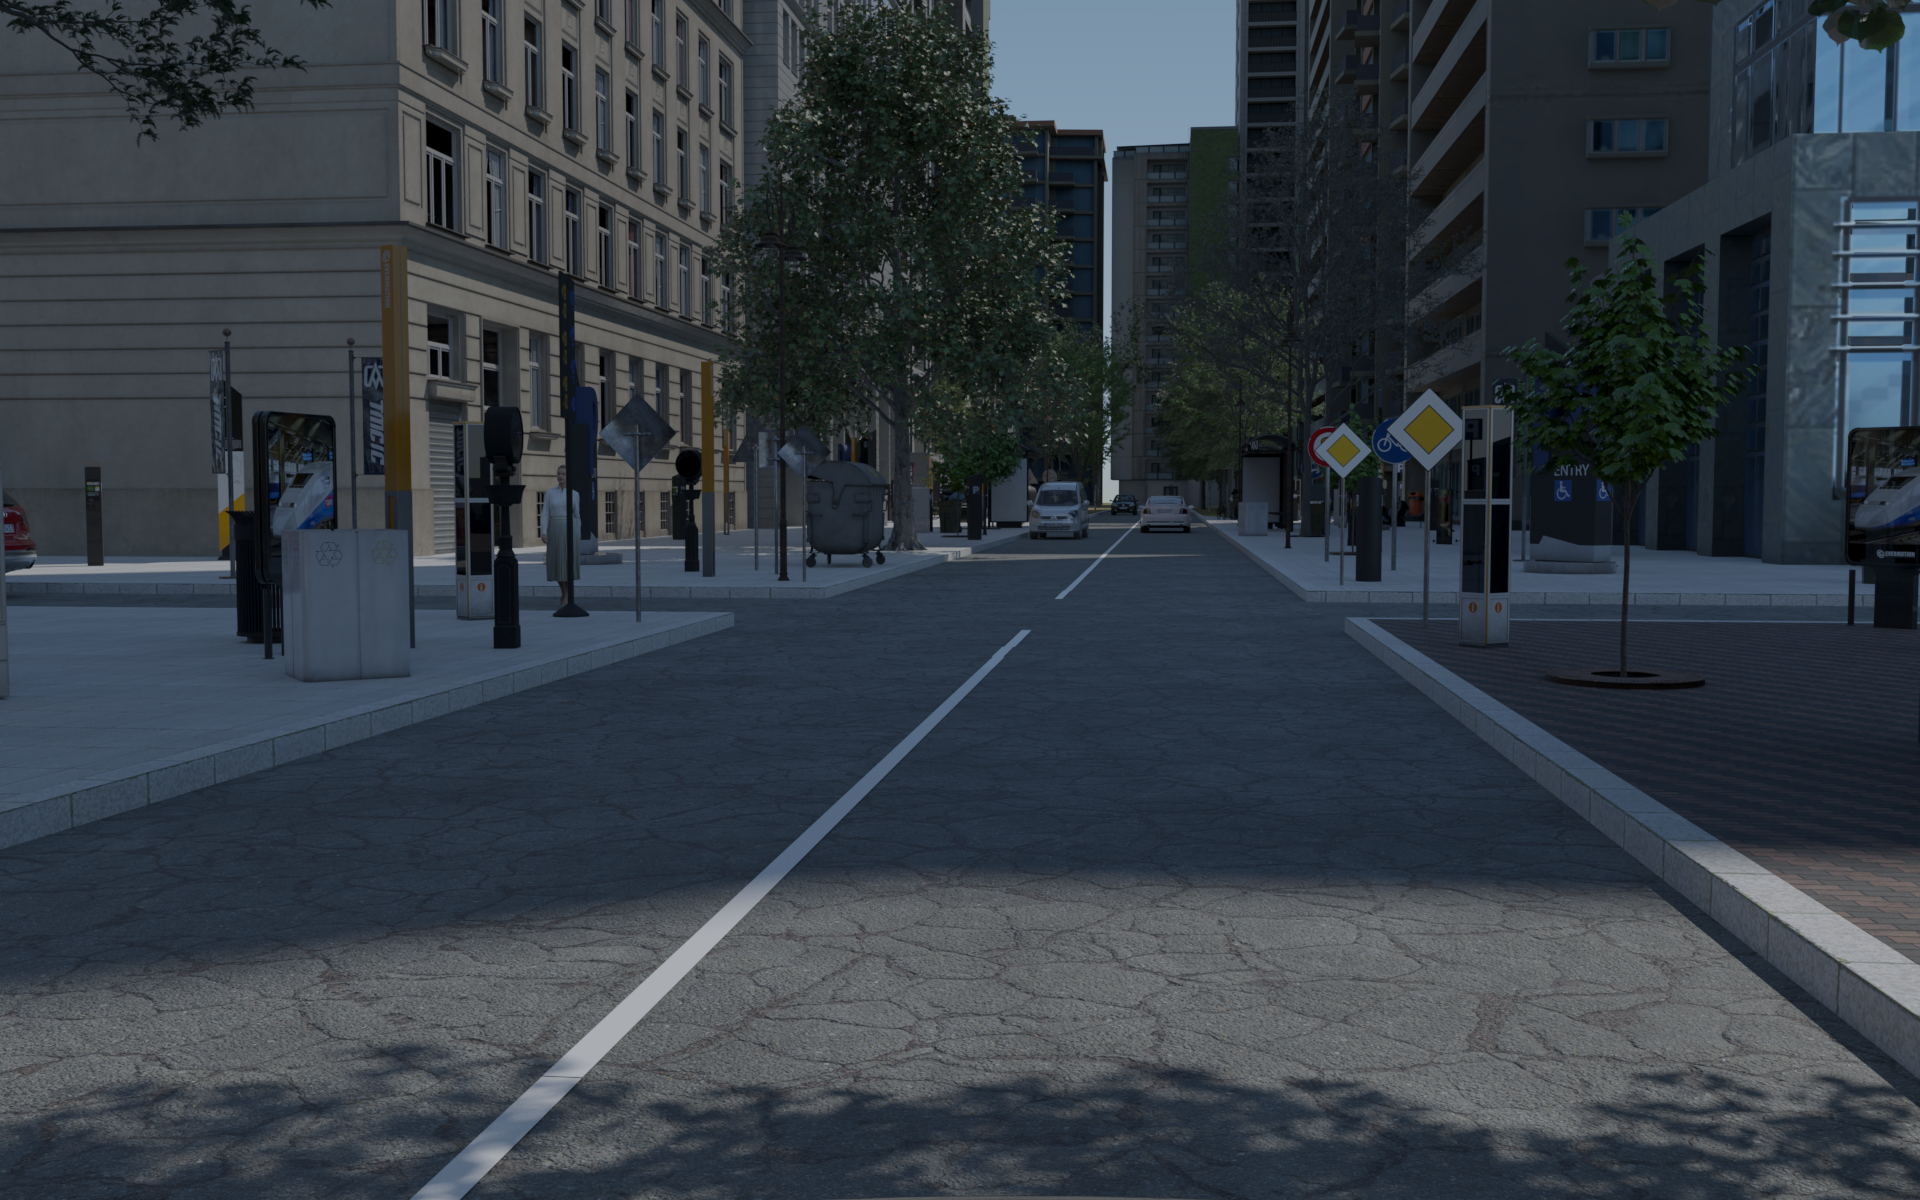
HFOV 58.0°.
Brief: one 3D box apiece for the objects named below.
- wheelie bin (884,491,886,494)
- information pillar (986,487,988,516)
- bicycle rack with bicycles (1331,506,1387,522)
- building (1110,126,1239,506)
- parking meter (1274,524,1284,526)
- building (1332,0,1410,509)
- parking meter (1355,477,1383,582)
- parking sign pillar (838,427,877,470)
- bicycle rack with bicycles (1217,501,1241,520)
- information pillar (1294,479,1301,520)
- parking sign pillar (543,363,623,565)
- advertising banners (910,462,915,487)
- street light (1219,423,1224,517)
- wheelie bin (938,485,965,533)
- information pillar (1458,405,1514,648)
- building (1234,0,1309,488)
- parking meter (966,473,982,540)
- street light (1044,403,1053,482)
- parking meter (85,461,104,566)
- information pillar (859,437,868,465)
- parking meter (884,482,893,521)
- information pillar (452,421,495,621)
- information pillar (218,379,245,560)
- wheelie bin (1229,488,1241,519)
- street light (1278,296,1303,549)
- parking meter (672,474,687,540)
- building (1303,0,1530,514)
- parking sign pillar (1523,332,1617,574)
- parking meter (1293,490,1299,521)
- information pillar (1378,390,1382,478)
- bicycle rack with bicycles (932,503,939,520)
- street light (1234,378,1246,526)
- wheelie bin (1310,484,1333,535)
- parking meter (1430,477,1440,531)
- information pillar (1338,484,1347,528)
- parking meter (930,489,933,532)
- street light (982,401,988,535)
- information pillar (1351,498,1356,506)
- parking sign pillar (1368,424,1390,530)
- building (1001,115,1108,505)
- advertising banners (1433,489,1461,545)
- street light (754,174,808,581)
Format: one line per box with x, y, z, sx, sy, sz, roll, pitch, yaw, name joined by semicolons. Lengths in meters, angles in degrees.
-3.719;-4.218;76.876;0.693;1.594;0.980;-3;5;-41;wheelie bin
1.394;-5.827;99.768;0.304;2.012;0.304;3;4;37;information pillar
18.271;-3.977;78.411;2.925;0.926;2.852;1;4;18;bicycle rack with bicycles
24.177;-31.359;196.319;14.086;41.232;14.154;0;4;7;building
12.530;-3.808;67.973;0.399;1.863;0.255;0;4;-1;parking meter
36.386;-28.094;113.963;22.147;44.769;28.867;0;4;7;building
6.006;-1.040;25.423;0.372;1.533;0.369;0;3;0;parking meter
-4.129;-5.103;71.899;1.447;3.967;1.447;-1;4;-11;parking sign pillar
14.100;-4.438;85.936;2.852;0.926;2.925;0;4;-1;bicycle rack with bicycles
16.904;-5.048;87.028;0.304;2.012;0.304;-1;4;-19;information pillar
-6.945;-2.649;31.785;1.447;3.967;1.447;0;4;-5;parking sign pillar
-3.469;-6.096;95.851;2.074;3.025;0.090;1;4;20;advertising banners
14.750;-7.647;97.813;0.468;5.910;1.993;0;4;7;street light
-0.301;-3.009;57.106;0.980;1.594;0.693;2;4;23;wheelie bin
4.408;-0.613;14.516;0.304;2.012;0.304;-2;4;-33;information pillar
41.790;-46.381;196.574;20.611;71.187;20.563;0;4;7;building
0.390;-2.607;48.337;0.399;1.863;0.255;-1;4;-18;parking meter
4.155;-6.690;82.176;0.468;5.910;1.993;0;4;7;street light
-15.454;-1.542;30.919;0.255;1.863;0.399;-2;4;-24;parking meter
-3.465;-4.337;62.267;0.183;3.616;0.504;2;4;32;information pillar
-3.397;-4.685;82.308;0.399;1.863;0.255;3;4;37;parking meter
-4.958;-0.806;17.678;0.304;2.012;0.304;-3;5;-40;information pillar
-14.183;-2.587;33.645;0.504;3.616;0.183;-1;4;-14;information pillar
14.104;-4.889;87.845;0.693;1.594;0.980;3;5;43;wheelie bin
7.734;-4.152;40.671;0.468;5.910;1.993;0;4;7;street light
-7.878;-2.622;48.579;0.255;1.863;0.399;2;4;28;parking meter
39.444;-31.508;138.849;21.300;48.544;21.600;0;4;7;building
9.976;-2.432;28.241;1.447;3.967;1.447;-2;4;-31;parking sign pillar
15.861;-4.503;82.035;0.372;1.533;0.369;0;3;0;parking meter
9.391;-2.902;38.796;0.183;3.616;0.504;1;4;12;information pillar
-1.839;-4.410;85.490;2.925;0.926;2.852;-1;4;-17;bicycle rack with bicycles
11.158;-5.889;69.070;0.468;5.910;1.993;0;4;7;street light
11.149;-2.811;53.872;0.980;1.594;0.693;3;4;37;wheelie bin
16.621;-3.367;60.756;0.255;1.863;0.399;-1;4;-17;parking meter
14.567;-3.755;65.892;0.304;2.012;0.304;1;4;17;information pillar
-1.102;-3.074;58.670;0.372;1.533;0.369;0;3;0;parking meter
0.776;-4.970;54.045;0.468;5.910;1.993;0;4;7;street light
13.333;-4.120;58.709;0.183;3.616;0.504;0;4;3;information pillar
14.640;-4.485;61.803;1.447;3.967;1.447;1;4;17;parking sign pillar
2.613;-33.562;203.360;28.867;44.769;22.147;0;4;7;building
12.801;-2.891;43.455;0.090;3.025;2.074;-3;5;-41;advertising banners
-2.611;-3.221;25.453;0.468;5.910;1.993;0;4;7;street light
